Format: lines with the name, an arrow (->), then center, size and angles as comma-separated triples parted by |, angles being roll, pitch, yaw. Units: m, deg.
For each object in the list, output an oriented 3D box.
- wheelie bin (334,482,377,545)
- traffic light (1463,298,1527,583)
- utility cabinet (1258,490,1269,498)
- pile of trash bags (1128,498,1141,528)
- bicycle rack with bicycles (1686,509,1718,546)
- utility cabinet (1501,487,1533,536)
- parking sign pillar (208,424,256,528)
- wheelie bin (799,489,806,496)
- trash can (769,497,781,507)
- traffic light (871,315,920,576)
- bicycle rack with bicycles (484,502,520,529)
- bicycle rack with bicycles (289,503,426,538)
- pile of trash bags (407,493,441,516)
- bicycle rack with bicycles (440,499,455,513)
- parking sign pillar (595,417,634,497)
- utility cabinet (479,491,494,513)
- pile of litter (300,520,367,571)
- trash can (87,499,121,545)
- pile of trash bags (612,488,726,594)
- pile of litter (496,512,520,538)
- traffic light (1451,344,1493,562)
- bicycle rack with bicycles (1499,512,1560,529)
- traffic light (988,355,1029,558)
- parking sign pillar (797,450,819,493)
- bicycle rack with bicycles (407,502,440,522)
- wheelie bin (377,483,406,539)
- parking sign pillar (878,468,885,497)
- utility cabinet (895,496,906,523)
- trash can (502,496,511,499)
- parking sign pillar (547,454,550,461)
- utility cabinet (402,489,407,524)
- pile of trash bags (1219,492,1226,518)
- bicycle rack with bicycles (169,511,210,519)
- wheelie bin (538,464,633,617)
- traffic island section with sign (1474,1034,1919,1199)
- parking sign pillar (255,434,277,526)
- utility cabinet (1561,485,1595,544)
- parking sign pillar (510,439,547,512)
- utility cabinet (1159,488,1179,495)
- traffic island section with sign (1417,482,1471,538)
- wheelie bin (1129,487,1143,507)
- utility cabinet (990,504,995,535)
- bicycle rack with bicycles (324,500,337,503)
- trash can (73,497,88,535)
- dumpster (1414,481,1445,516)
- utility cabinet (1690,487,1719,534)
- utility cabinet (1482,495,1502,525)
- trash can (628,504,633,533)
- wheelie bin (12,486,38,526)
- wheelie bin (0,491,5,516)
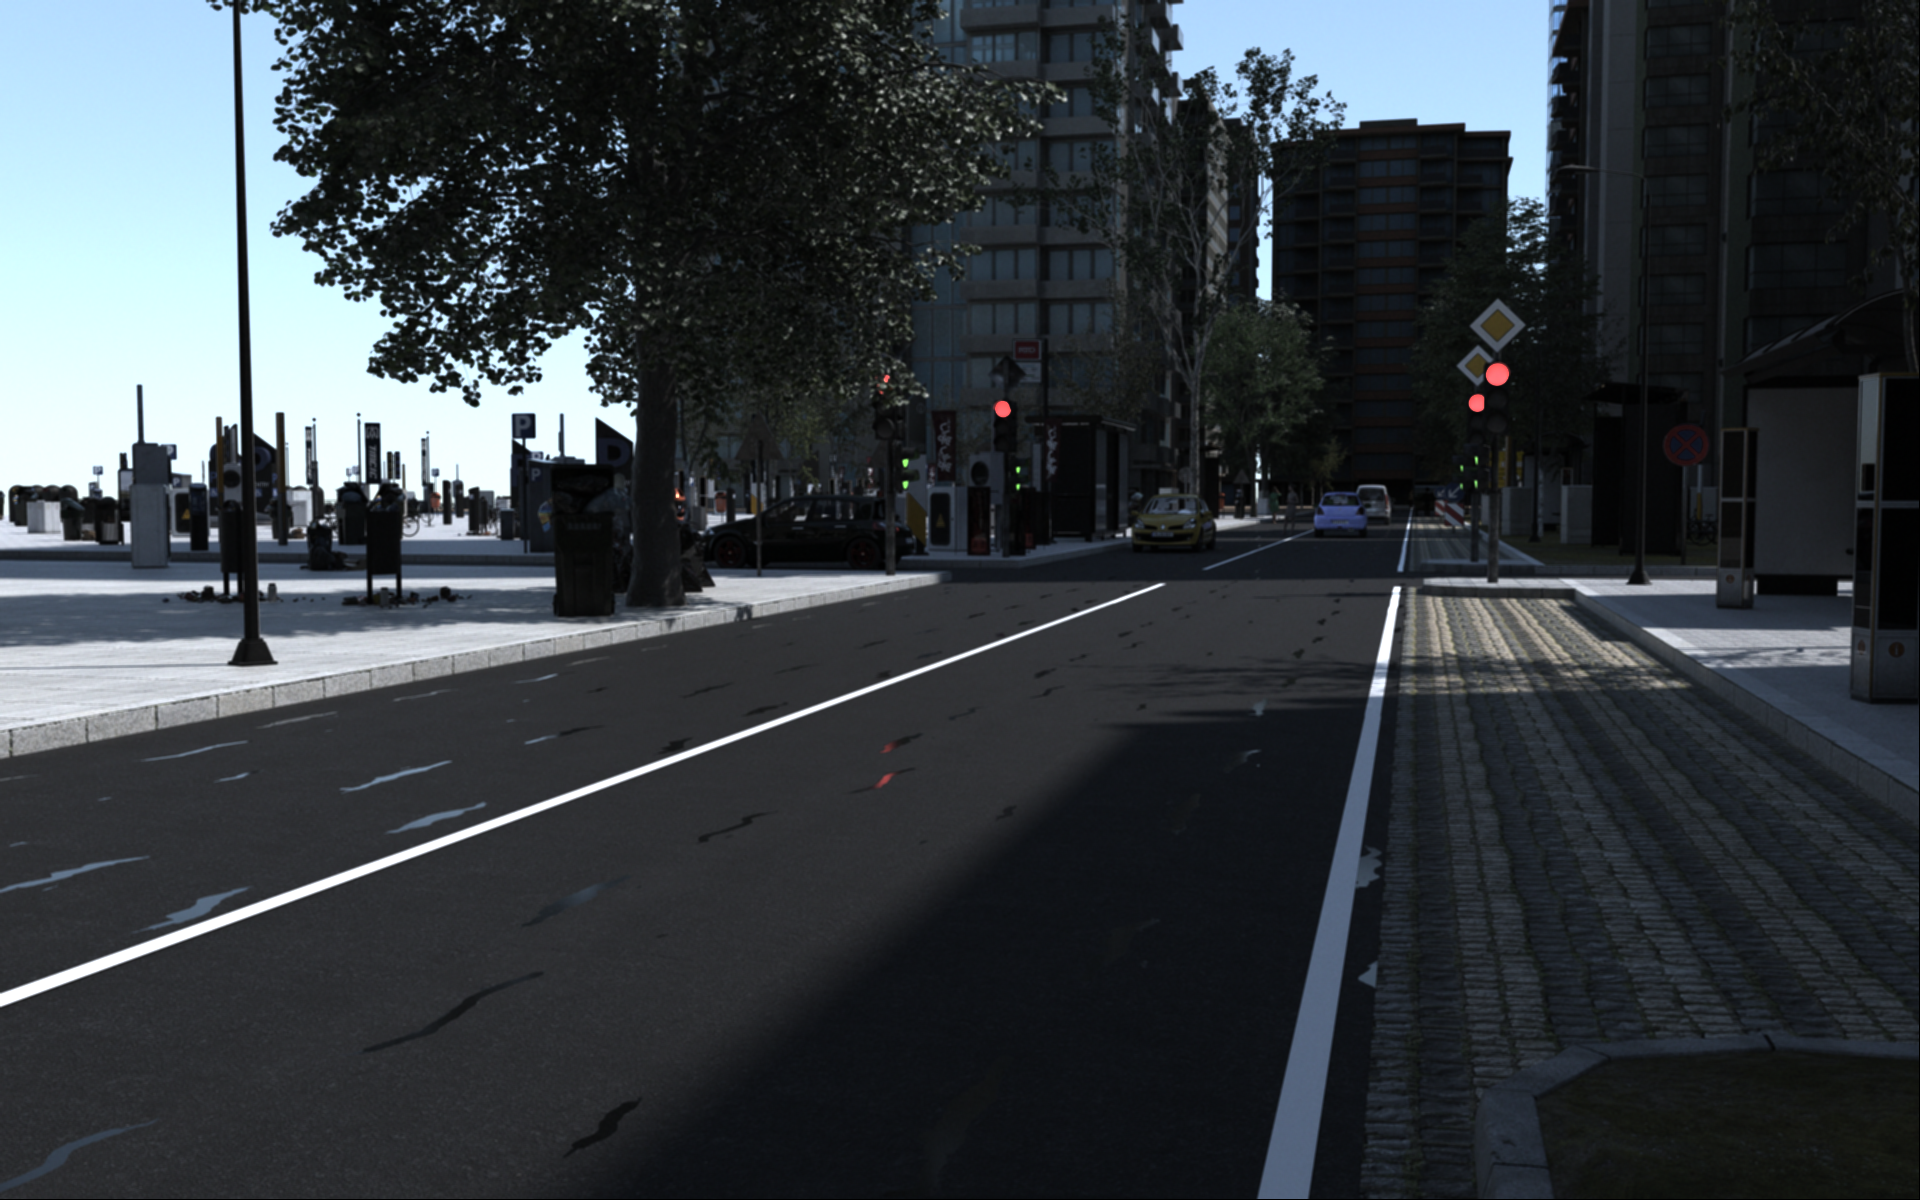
wheelie bin -> -15.371, -2.191, 43.732 | 0.980, 1.594, 0.693 | 3, 5, 44
traffic light -> 7.688, -2.203, 24.942 | 0.839, 4.253, 0.868 | 1, 4, 15
utility cabinet -> 18.479, -5.917, 105.424 | 0.318, 1.500, 1.173 | 2, 4, 28
pile of trash bags -> 6.235, -3.527, 67.415 | 1.912, 1.369, 3.447 | 0, 4, 7
bicycle rack with bicycles -> 18.072, -1.862, 43.819 | 2.925, 0.926, 2.852 | 1, 4, 17
utility cabinet -> 17.078, -2.715, 53.069 | 1.173, 1.500, 0.318 | -3, 4, -39
parking sign pillar -> -27.955, -4.727, 65.764 | 1.447, 3.967, 1.447 | 1, 4, 11
wheelie bin -> -9.379, -5.723, 101.486 | 0.980, 1.594, 0.693 | -2, 4, -31
trash can -> -8.933, -4.375, 83.184 | 0.748, 1.137, 0.748 | 0, 3, 0
traffic light -> -1.081, -2.342, 27.219 | 0.839, 4.253, 0.868 | 1, 4, 15
bicycle rack with bicycles -> -16.656, -3.117, 64.350 | 2.852, 0.926, 2.925 | -1, 4, -12
bicycle rack with bicycles -> -17.876, -2.319, 51.303 | 2.925, 0.926, 2.852 | 0, 4, 5
pile of trash bags -> -31.596, -5.515, 99.917 | 3.447, 1.369, 1.912 | 0, 4, 7
bicycle rack with bicycles -> -35.703, -6.523, 120.035 | 2.925, 0.926, 2.852 | -2, 4, -27
parking sign pillar -> -12.031, -4.401, 60.429 | 1.447, 3.967, 1.447 | -1, 4, -15
utility cabinet -> -30.229, -6.203, 110.095 | 1.173, 1.500, 0.318 | 0, 4, 4
pile of litter -> -10.668, -0.952, 29.535 | 1.176, 0.858, 1.719 | -1, 4, -14
trash can -> -21.645, -1.979, 44.013 | 0.748, 1.137, 0.748 | 0, 3, 0
pile of trash bags -> -4.284, -0.865, 23.896 | 1.912, 1.369, 3.447 | 0, 4, 1
pile of litter -> -12.947, -2.250, 50.758 | 1.176, 0.858, 1.719 | -2, 4, -32
traffic light -> 9.715, -2.676, 32.667 | 0.839, 4.253, 0.868 | 1, 4, 15
bicycle rack with bicycles -> 20.975, -3.066, 63.505 | 2.925, 0.926, 2.852 | -1, 4, -13
traffic light -> 0.946, -2.815, 34.943 | 0.839, 4.253, 0.868 | 1, 4, 15
parking sign pillar -> -9.229, -7.150, 105.368 | 1.447, 3.967, 1.447 | -3, 4, -36
bicycle rack with bicycles -> -25.207, -3.946, 77.903 | 2.925, 0.926, 2.852 | -1, 4, -23
wheelie bin -> -16.063, -2.506, 48.883 | 0.693, 1.594, 0.980 | 1, 4, 18
parking sign pillar -> -4.310, -6.759, 98.979 | 1.447, 3.967, 1.447 | 1, 4, 12
utility cabinet -> -1.592, -1.947, 42.998 | 0.306, 1.237, 1.020 | -1, 4, -15
trash can -> -29.242, -6.138, 112.003 | 0.748, 1.137, 0.748 | 0, 3, 0
parking sign pillar -> -27.883, -7.804, 116.062 | 1.447, 3.967, 1.447 | 0, 4, 5
utility cabinet -> -23.897, -3.947, 73.212 | 0.318, 1.500, 1.173 | 1, 4, 22
pile of trash bags -> 13.202, -5.154, 94.013 | 1.912, 1.369, 3.447 | -2, 4, -32
bicycle rack with bicycles -> -29.963, -3.382, 68.673 | 2.852, 0.926, 2.925 | 0, 4, 2
wheelie bin -> -3.939, -0.633, 18.254 | 0.980, 1.594, 0.693 | -1, 4, -13
traffic island section with sign -> 1.963, 0.343, 3.019 | 1.989, 1.847, 2.006 | 1, 4, 15
parking sign pillar -> -28.656, -5.045, 70.956 | 1.447, 3.967, 1.447 | 1, 4, 11
utility cabinet -> 15.870, -2.157, 43.954 | 1.173, 1.500, 0.318 | -1, 4, -12
parking sign pillar -> -21.119, -5.843, 84.007 | 1.447, 3.967, 1.447 | 0, 4, 7
utility cabinet -> 7.664, -3.351, 63.472 | 0.318, 1.500, 1.173 | -1, 4, -16
traffic island section with sign -> 16.013, -2.932, 56.564 | 1.989, 1.847, 2.006 | 1, 4, 15
wheelie bin -> 7.280, -3.998, 73.282 | 0.980, 1.594, 0.693 | 2, 4, 24
utility cabinet -> 1.018, -2.615, 53.918 | 1.020, 1.237, 0.306 | -1, 4, -20
bicycle rack with bicycles -> -39.275, -5.782, 107.923 | 2.852, 0.926, 2.925 | 2, 4, 27
trash can -> -27.702, -2.643, 54.873 | 0.748, 1.137, 0.748 | 0, 3, 0
dumpster -> 30.507, -6.582, 112.566 | 1.985, 2.255, 1.502 | 1, 4, 14
utility cabinet -> 23.727, -2.864, 55.503 | 0.318, 1.500, 1.173 | -3, 4, -39
utility cabinet -> 21.972, -3.694, 71.564 | 0.306, 1.237, 1.020 | -1, 4, -17
trash can -> -10.613, -2.749, 56.606 | 0.748, 1.137, 0.748 | 0, 3, 0
wheelie bin -> -37.356, -3.755, 69.303 | 0.693, 1.594, 0.980 | 1, 4, 16
wheelie bin -> -55.620, -5.636, 100.048 | 0.693, 1.594, 0.980 | 0, 4, -1
